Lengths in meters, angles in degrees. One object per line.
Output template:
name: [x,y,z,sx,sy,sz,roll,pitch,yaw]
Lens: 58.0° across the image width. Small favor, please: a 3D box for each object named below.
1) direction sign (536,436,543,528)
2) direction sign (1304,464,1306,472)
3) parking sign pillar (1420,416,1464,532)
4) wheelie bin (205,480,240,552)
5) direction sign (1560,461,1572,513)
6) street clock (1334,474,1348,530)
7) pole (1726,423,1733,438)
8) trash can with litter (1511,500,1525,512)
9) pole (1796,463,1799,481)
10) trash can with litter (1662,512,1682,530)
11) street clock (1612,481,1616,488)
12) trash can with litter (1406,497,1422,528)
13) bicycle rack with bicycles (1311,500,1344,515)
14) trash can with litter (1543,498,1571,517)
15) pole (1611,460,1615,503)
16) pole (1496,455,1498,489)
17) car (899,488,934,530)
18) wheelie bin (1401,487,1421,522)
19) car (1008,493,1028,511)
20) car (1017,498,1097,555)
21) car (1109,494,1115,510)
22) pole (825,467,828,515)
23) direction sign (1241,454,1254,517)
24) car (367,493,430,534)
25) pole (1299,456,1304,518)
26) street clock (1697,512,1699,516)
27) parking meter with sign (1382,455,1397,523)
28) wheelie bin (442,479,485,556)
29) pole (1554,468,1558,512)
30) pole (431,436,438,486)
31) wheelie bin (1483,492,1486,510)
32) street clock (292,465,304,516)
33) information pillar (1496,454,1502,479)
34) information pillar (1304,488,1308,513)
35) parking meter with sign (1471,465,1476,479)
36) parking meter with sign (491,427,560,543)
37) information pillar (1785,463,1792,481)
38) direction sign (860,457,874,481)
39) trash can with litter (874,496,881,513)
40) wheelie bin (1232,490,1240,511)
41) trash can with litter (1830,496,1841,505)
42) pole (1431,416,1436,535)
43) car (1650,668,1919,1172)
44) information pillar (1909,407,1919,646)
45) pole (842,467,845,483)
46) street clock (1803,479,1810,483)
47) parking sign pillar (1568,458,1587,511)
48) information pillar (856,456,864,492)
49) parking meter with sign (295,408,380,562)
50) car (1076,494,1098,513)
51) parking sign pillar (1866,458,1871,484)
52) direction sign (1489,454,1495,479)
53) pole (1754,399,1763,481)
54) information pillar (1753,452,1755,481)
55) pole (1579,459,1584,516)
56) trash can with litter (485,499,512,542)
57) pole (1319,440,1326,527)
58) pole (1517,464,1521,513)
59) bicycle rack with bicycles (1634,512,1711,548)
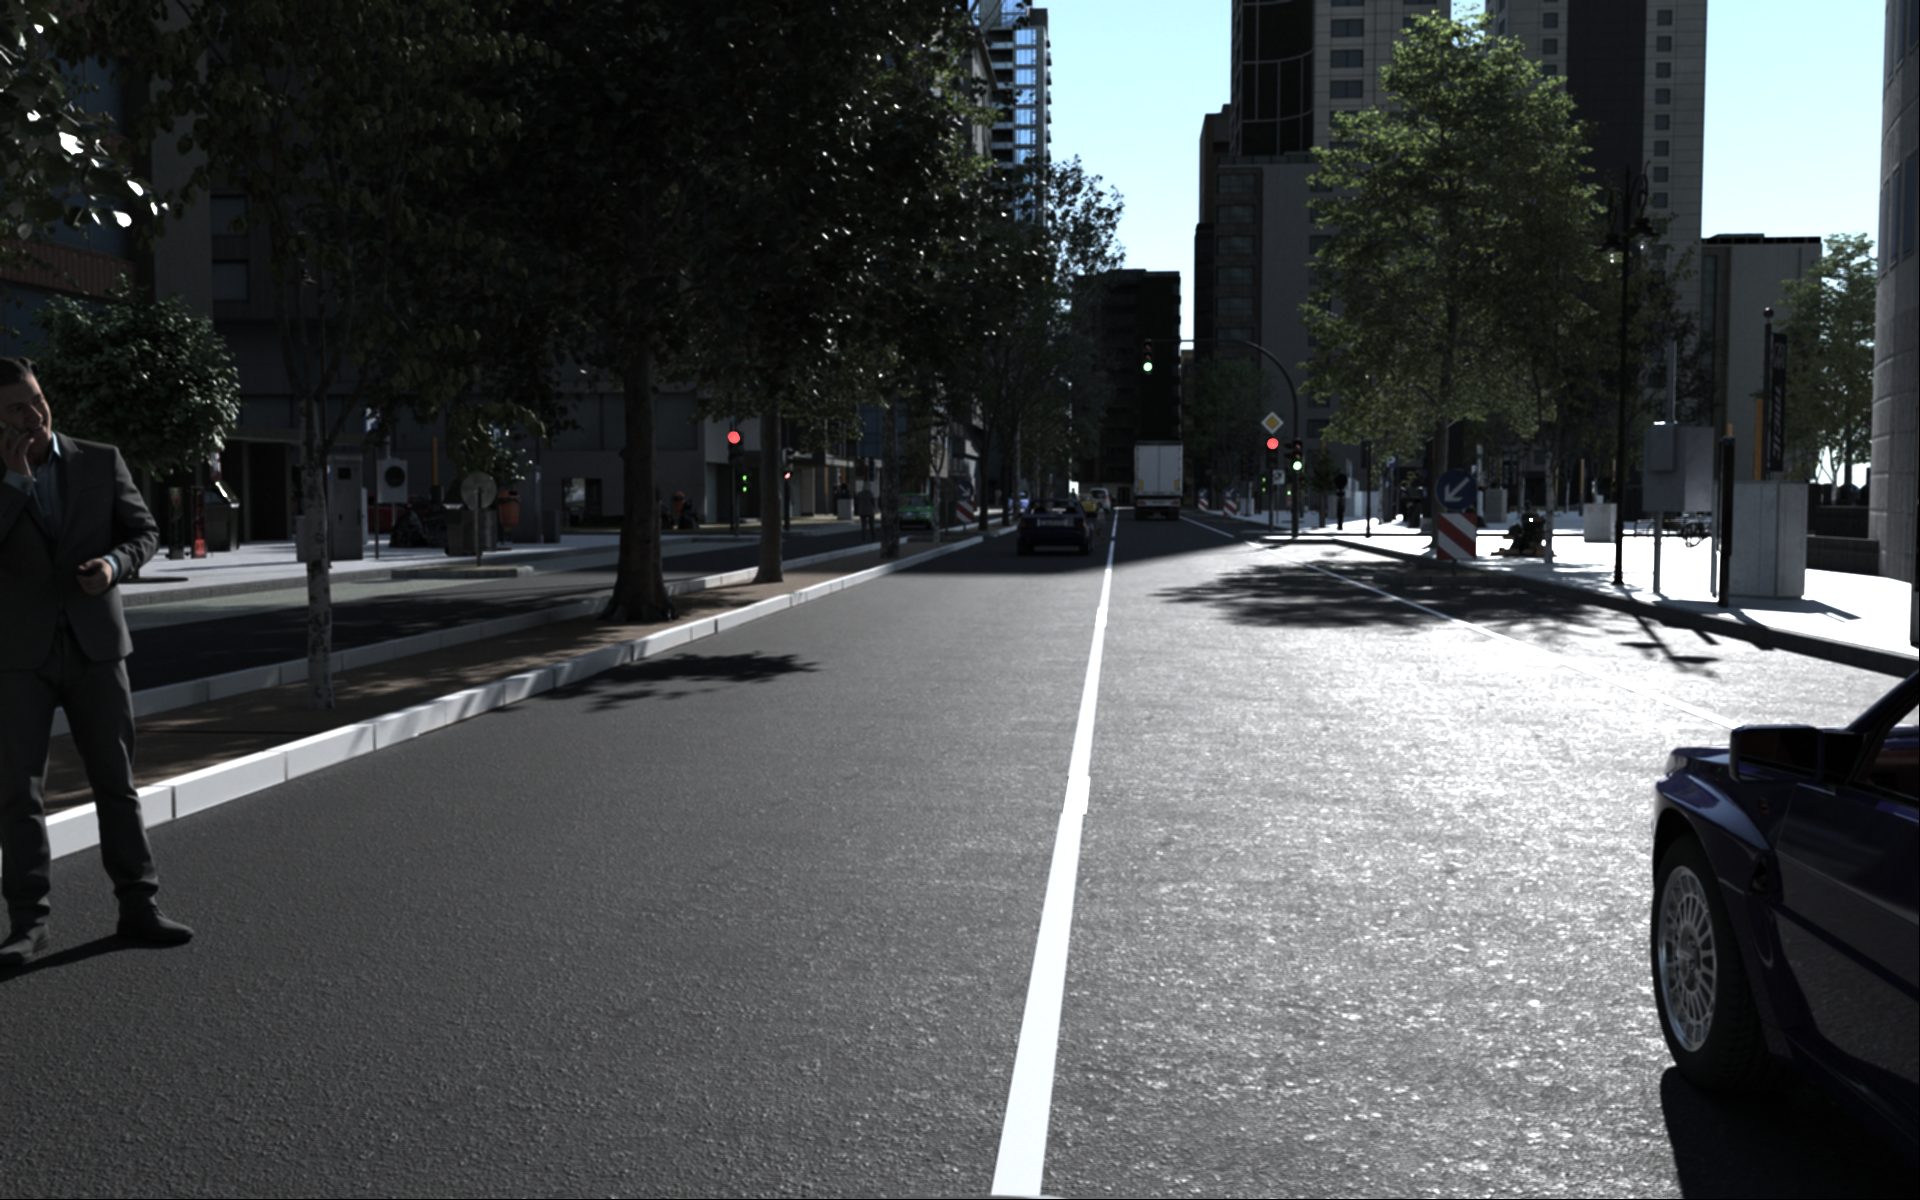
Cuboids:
direction sign: [-15.722,-4.439,64.579,0.379,3.537,0.876,0,4,-7]
direction sign: [25.667,-8.370,128.850,0.379,3.537,0.876,0,4,3]
parking sign pillar: [16.631,-4.355,59.675,1.447,3.967,1.447,-1,4,-10]
wheelie bin: [-16.536,-1.882,38.685,0.693,1.594,0.980,0,4,-4]
direction sign: [40.998,-7.657,117.186,0.379,3.537,0.876,-3,4,-37]
street clock: [13.541,-3.490,61.624,0.471,2.002,0.358,0,4,6]
pole: [22.069,-3.420,49.757,0.158,3.312,0.155,0,3,0]
trash can with litter: [40.439,-6.993,125.727,1.055,1.170,0.624,2,4,26]
pole: [55.787,-7.433,115.376,0.158,3.312,0.155,0,3,0]
trash can with litter: [25.619,-3.107,62.189,0.624,1.170,1.055,0,4,-6]
street clock: [35.623,-5.463,93.888,0.358,2.002,0.471,-3,5,-39]
trash can with litter: [17.234,-3.344,66.065,0.624,1.170,1.055,0,4,2]
bicycle rack with bicycles: [23.204,-5.663,105.966,2.852,0.926,2.925,-1,4,-22]
trash can with litter: [33.807,-5.359,98.672,1.678,1.210,2.233,1,4,12]
pole: [38.190,-6.574,101.324,0.158,3.312,0.155,0,3,0]
pole: [28.256,-5.942,90.995,0.158,3.312,0.155,0,3,0]
car: [-1.886,-3.798,70.892,1.959,1.807,4.718,0,4,3]
wheelie bin: [20.581,-4.362,79.229,0.980,1.594,0.693,-2,4,-27]
car: [4.887,-8.261,144.654,1.945,1.707,3.694,0,4,4]
car: [2.332,-1.797,41.953,1.945,1.354,3.894,0,4,6]
car: [13.321,-9.106,160.675,2.131,1.459,4.920,0,4,6]
pole: [-8.208,-6.887,106.451,0.158,3.312,0.155,0,3,0]
direction sign: [16.374,-6.526,98.700,0.876,3.537,0.379,3,5,42]
car: [-18.183,-2.921,56.799,4.494,1.783,2.155,0,4,6]
pole: [18.350,-6.063,92.969,0.158,3.312,0.155,0,3,0]
street clock: [40.354,-5.523,94.864,0.471,2.002,0.358,0,4,8]
parking meter with sign: [19.483,-5.049,78.819,0.543,3.016,1.738,1,4,8]
wheelie bin: [-10.260,-1.709,35.852,0.980,1.594,0.693,2,4,33]
pole: [43.540,-8.115,126.519,0.158,3.312,0.155,0,3,0]
pole: [-18.606,-4.132,61.404,0.158,3.312,0.155,0,3,0]
wheelie bin: [35.663,-6.673,117.006,0.693,1.594,0.980,0,4,3]
street clock: [-16.282,-2.332,42.703,0.358,2.002,0.471,-3,4,-37]
information pillar: [31.610,-6.745,101.629,0.504,3.616,0.183,-2,4,-30]
information pillar: [23.662,-6.987,118.724,0.304,2.012,0.304,-2,4,-35]
parking meter with sign: [30.391,-6.600,104.176,1.738,3.016,0.543,-2,4,-32]
parking meter with sign: [-11.332,-2.995,45.237,1.738,3.016,0.543,1,4,9]
information pillar: [61.884,-8.443,129.393,0.504,3.616,0.183,-1,4,-11]
direction sign: [-5.672,-6.965,105.880,0.876,3.537,0.379,0,4,5]
trash can with litter: [-4.964,-6.363,115.088,2.233,1.210,1.678,2,4,33]
wheelie bin: [20.811,-7.551,131.359,0.980,1.594,0.693,3,5,40]
trash can with litter: [31.873,-3.169,62.871,1.678,1.210,2.233,0,4,-5]
pole: [12.522,-3.161,45.530,0.158,3.312,0.155,0,3,0]
car: [2.490,0.589,2.946,1.945,1.354,3.894,0,4,6]
information pillar: [8.227,-0.616,14.558,0.304,2.012,0.304,-3,5,-39]
pole: [-7.480,-7.176,111.167,0.158,3.312,0.155,0,3,0]
street clock: [41.179,-4.875,84.284,0.358,2.002,0.471,3,5,42]
parking sign pillar: [46.478,-8.664,130.135,1.447,3.967,1.447,-1,4,-21]
information pillar: [-6.099,-6.955,105.062,0.504,3.616,0.183,0,4,-1]
parking meter with sign: [-11.984,-2.276,33.466,0.543,3.016,1.738,2,4,34]
car: [8.326,-6.522,116.858,2.015,1.641,3.980,0,4,5]
parking sign pillar: [65.744,-8.333,124.714,1.447,3.967,1.447,0,4,3]
direction sign: [30.409,-6.549,99.067,0.379,3.537,0.876,3,4,38]
pole: [17.116,-2.647,37.124,0.158,3.312,0.155,0,3,0]
information pillar: [44.543,-6.445,96.727,0.504,3.616,0.183,3,5,43]
pole: [36.057,-6.521,100.466,0.158,3.312,0.155,0,3,0]
trash can with litter: [-12.368,-2.154,46.606,0.624,1.170,1.055,2,4,28]
pole: [13.775,-4.401,65.803,0.158,3.312,0.155,0,3,0]
pole: [41.117,-8.165,127.340,0.158,3.312,0.155,0,3,0]
bicycle rack with bicycles: [18.165,-1.787,42.604,2.925,0.926,2.852,-1,4,-19]
